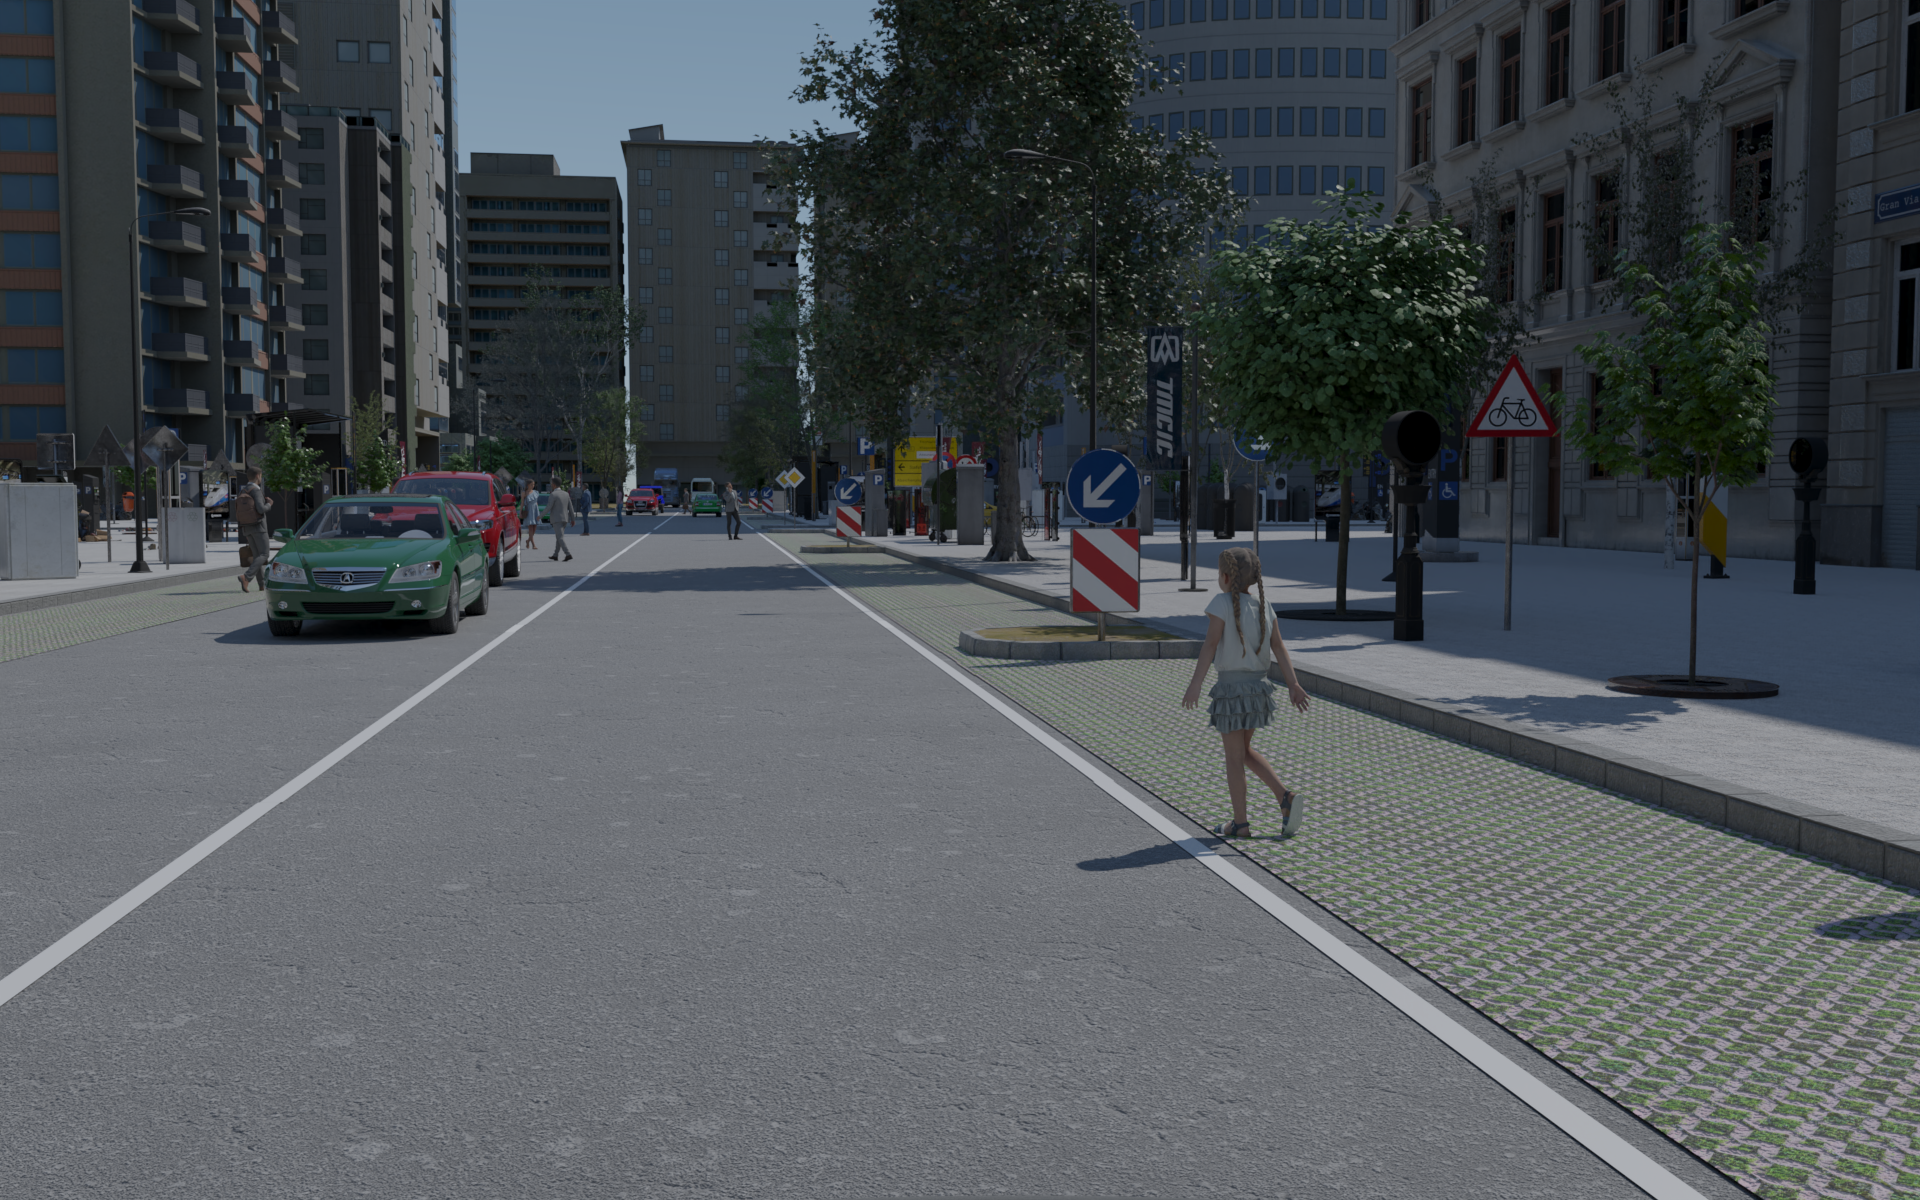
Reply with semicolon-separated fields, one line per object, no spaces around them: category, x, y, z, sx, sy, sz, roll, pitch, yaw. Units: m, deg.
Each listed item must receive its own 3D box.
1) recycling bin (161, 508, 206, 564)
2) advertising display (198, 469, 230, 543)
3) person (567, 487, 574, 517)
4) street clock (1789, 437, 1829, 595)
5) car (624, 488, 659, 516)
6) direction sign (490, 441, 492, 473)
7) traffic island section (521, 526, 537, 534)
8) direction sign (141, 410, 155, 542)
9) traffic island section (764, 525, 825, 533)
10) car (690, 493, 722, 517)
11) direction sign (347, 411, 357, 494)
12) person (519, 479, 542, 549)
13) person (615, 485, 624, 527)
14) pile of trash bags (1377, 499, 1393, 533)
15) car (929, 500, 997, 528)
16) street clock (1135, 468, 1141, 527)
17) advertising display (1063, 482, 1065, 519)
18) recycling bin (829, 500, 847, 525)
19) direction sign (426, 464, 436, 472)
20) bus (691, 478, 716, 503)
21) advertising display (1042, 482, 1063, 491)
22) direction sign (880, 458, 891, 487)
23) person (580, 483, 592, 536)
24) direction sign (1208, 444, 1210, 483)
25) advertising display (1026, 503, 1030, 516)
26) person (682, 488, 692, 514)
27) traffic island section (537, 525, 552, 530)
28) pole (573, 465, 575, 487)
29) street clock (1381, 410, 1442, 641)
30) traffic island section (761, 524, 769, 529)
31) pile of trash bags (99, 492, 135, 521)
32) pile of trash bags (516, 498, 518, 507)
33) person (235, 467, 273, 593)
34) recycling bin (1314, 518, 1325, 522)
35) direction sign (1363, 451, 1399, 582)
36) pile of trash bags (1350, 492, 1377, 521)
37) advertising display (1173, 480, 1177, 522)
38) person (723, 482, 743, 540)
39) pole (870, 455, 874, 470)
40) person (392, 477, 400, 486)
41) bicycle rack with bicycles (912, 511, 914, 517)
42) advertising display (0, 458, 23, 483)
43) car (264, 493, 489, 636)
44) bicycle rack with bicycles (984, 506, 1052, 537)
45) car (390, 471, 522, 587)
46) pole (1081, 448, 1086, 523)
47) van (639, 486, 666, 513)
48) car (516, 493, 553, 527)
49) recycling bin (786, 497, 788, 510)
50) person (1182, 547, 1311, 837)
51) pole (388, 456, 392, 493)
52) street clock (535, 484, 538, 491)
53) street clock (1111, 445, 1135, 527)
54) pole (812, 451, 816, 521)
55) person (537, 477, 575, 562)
recycling bin;-14.394;-1.197;32.133;0.722;1.027;0.722;-1;4;-23
advertising display;-19.702;-2.481;45.780;0.123;1.923;0.974;1;4;19
person;-21.800;-5.420;97.098;0.573;1.828;0.580;1;4;23
street clock;10.810;-1.073;22.113;0.358;2.002;0.471;-1;4;-11
car;-21.485;-6.628;117.042;2.281;1.827;5.304;0;4;-8
direction sign;-20.305;-5.076;74.985;0.379;3.537;0.876;-1;4;-15
traffic island section;-16.515;-2.460;62.497;2.009;0.180;2.903;-1;4;-8
direction sign;-22.028;-3.353;46.813;0.379;3.537;0.876;-2;4;-30
traffic island section;-6.085;-2.553;64.026;2.009;0.180;2.903;-1;4;-8
car;-15.858;-6.088;108.327;1.959;1.807;4.718;-1;4;-10
direction sign;-16.701;-3.414;47.815;0.379;3.537;0.876;-1;4;-16
person;-11.147;-2.215;44.812;0.616;1.811;0.778;-3;4;-37
person;-14.981;-4.148;76.327;0.388;1.821;0.555;0;4;3
pile of trash bags;15.800;-2.881;56.861;3.447;1.369;1.912;-1;4;-20
car;0.366;-3.613;69.289;3.980;1.641;2.015;0;4;-7
street clock;4.755;-2.654;47.961;0.471;2.002;0.358;3;5;45
advertising display;5.426;-5.223;90.602;0.123;1.923;0.974;0;4;5
recycling bin;-5.021;-3.615;71.666;0.722;1.027;0.722;-1;4;-15
direction sign;-39.296;-8.366;128.774;0.379;3.537;0.876;3;4;38
bus;-30.913;-13.057;208.336;2.948;3.499;13.247;0;4;-8
advertising display;4.701;-5.149;89.394;0.974;1.923;0.123;1;4;16
direction sign;-4.643;-7.142;108.766;0.876;3.537;0.379;2;4;28
person;-12.873;-3.113;59.574;0.419;1.800;0.721;-1;4;-13
direction sign;11.251;-5.274;78.219;0.379;3.537;0.876;0;4;4
advertising display;3.487;-5.070;88.108;0.974;1.923;0.123;2;4;31
person;-19.225;-6.939;121.911;0.822;1.834;0.622;-2;4;-29
traffic island section;-17.681;-2.943;70.396;2.009;0.180;2.903;-1;4;-8
pole;-26.916;-7.749;120.541;0.158;3.312;0.155;0;3;0
street clock;3.931;-0.645;15.120;0.471;2.002;0.358;-1;4;-21
traffic island section;-7.252;-3.036;71.926;2.009;0.180;2.903;-1;4;-8
pile of trash bags;-40.754;-4.508;83.457;3.447;1.369;1.912;3;4;37
pile of trash bags;-37.322;-8.016;140.811;1.912;1.369;3.447;2;4;30
person;-10.320;-1.029;25.289;0.622;1.834;0.822;2;4;26
recycling bin;16.593;-4.053;78.814;0.722;1.027;0.722;-2;4;-23
direction sign;6.401;-2.042;25.384;0.876;3.537;0.379;3;5;43
pile of trash bags;19.576;-4.625;85.368;1.912;1.369;3.447;0;4;-4
advertising display;10.059;-4.601;80.443;0.123;1.923;0.974;1;4;20
person;-7.106;-2.780;54.133;0.592;1.802;0.473;-2;4;-29
pole;-3.157;-4.184;62.260;0.158;3.312;0.155;0;3;0
person;-12.056;-1.724;36.954;0.850;1.792;0.678;-1;4;-17
bicycle rack with bicycles;-2.134;-5.033;95.667;2.925;0.926;2.852;0;4;5
advertising display;-17.191;-1.579;31.038;0.123;1.923;0.974;1;4;14
car;-6.304;-0.446;19.084;2.131;1.459;4.920;-1;4;-9
bicycle rack with bicycles;1.536;-2.395;52.541;2.852;0.926;2.925;-2;4;-31
car;-8.370;-1.202;28.325;2.281;1.827;5.304;-1;4;-9
pole;5.438;-5.037;76.202;0.158;3.312;0.155;0;3;0
van;-23.161;-7.676;129.883;2.240;2.365;5.245;-1;4;-10
car;-18.332;-4.064;75.247;1.959;1.807;4.718;-1;4;-9
recycling bin;-14.588;-7.922;142.080;0.722;1.027;0.722;-2;4;-34
person;1.165;0.390;7.145;0.505;1.210;0.382;-2;4;-34
pole;-29.444;-5.853;89.543;0.158;3.312;0.155;0;3;0
street clock;-31.931;-7.717;130.747;0.358;2.002;0.471;-2;4;-25
street clock;2.352;-1.287;25.608;0.358;2.002;0.471;1;4;8
pole;-6.874;-5.353;81.368;0.158;3.312;0.155;0;3;0
person;-8.555;-1.723;36.942;0.850;1.792;0.678;2;4;32
